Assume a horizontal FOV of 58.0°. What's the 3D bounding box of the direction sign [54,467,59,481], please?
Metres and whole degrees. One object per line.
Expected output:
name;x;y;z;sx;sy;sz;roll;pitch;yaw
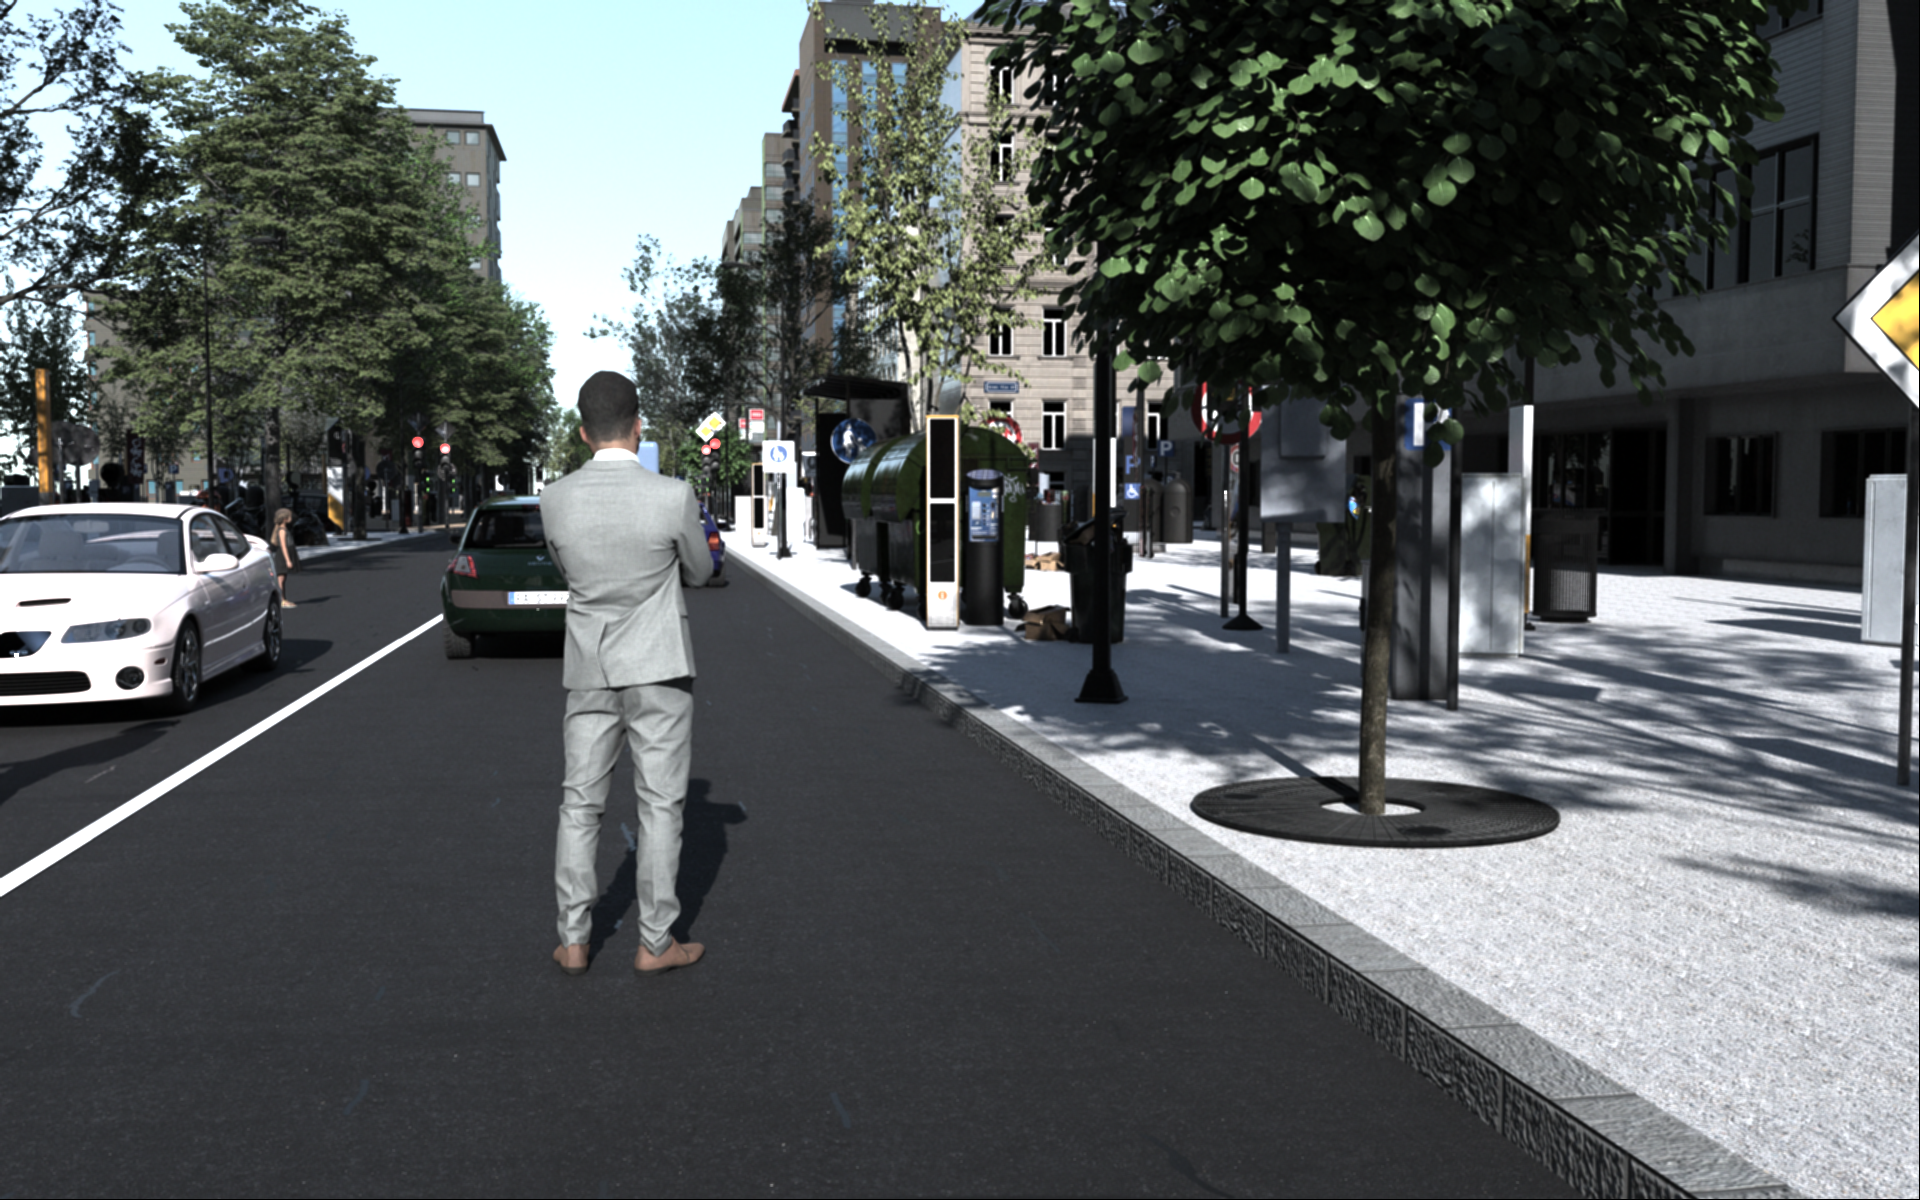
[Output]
direction sign;-55.746;-7.001;106.459;0.876;3.537;0.379;1;4;11

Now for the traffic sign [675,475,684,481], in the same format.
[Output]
traffic sign;-19.122;-7.214;118.052;0.768;2.556;0.104;-1;4;-9

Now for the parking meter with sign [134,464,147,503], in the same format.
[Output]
parking meter with sign;-47.936;-6.372;100.435;1.738;3.016;0.543;2;4;26

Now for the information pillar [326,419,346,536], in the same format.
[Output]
information pillar;-19.075;-3.764;52.892;0.183;3.616;0.504;2;4;35

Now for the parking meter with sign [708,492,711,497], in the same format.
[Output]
parking meter with sign;-17.142;-7.381;116.939;1.738;3.016;0.543;3;5;42

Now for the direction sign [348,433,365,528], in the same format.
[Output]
direction sign;-22.644;-4.444;64.651;0.876;3.537;0.379;0;4;0

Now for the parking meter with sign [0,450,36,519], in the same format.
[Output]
parking meter with sign;-37.617;-4.445;68.940;1.738;3.016;0.543;0;4;2

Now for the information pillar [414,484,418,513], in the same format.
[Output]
information pillar;-37.760;-7.098;120.542;0.304;2.012;0.304;-3;4;-38

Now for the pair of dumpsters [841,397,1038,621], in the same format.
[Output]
pair of dumpsters;-0.301;-1.042;19.523;1.574;2.255;4.437;-1;4;-11

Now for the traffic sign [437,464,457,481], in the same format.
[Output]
traffic sign;-20.280;-4.183;68.496;0.768;2.556;0.104;-1;4;-9

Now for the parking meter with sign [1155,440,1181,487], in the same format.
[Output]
parking meter with sign;6.920;-3.679;56.416;0.543;3.016;1.738;1;4;21

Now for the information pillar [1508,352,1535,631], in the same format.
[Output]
information pillar;5.315;-1.532;16.408;0.183;3.616;0.504;0;4;1

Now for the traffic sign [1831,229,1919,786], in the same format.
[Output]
traffic sign;4.158;-0.390;7.566;0.795;2.450;0.064;0;4;-2

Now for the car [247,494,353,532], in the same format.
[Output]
car;-23.616;-3.132;60.997;4.222;1.686;2.009;-1;4;-10

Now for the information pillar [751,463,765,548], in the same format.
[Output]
information pillar;-4.858;-2.273;41.658;0.304;2.012;0.304;-1;4;-14

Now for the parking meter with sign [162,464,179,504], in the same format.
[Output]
parking meter with sign;-46.005;-6.395;100.820;0.543;3.016;1.738;0;4;-8

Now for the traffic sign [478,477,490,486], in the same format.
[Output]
traffic sign;-34.110;-7.587;124.149;0.768;2.556;0.104;-1;4;-10

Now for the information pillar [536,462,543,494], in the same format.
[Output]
information pillar;-30.436;-8.204;125.495;0.504;3.616;0.183;-1;4;-18

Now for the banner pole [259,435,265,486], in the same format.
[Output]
banner pole;-26.056;-4.607;65.339;0.401;3.779;0.863;2;4;24

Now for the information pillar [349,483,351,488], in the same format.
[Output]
information pillar;-38.857;-6.453;109.992;0.304;2.012;0.304;1;4;19

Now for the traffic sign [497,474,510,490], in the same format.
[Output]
traffic sign;-28.254;-6.555;107.285;0.768;2.556;0.104;0;4;-6

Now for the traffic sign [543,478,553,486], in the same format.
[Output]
traffic sign;-33.046;-8.495;139.002;0.768;2.556;0.104;0;4;-2

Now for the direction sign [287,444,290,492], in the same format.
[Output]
direction sign;-30.353;-5.282;78.357;0.379;3.537;0.876;-1;4;-15

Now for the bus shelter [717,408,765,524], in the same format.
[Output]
bus shelter;-9.793;-6.190;78.831;2.179;5.291;8.768;-1;4;-10

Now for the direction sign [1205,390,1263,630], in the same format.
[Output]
direction sign;2.688;-1.491;16.370;0.876;3.537;0.379;-2;4;-29

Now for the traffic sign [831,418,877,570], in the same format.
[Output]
traffic sign;-1.788;-1.782;29.243;0.768;2.556;0.104;0;4;-4

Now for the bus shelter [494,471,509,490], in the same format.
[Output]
bus shelter;-33.803;-8.281;129.317;2.014;3.302;5.546;-1;4;-10

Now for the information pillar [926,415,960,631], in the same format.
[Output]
information pillar;-0.157;-0.723;16.311;0.304;2.012;0.304;0;4;3

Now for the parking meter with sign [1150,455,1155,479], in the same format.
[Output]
parking meter with sign;9.498;-5.006;78.110;1.738;3.016;0.543;-1;4;-14

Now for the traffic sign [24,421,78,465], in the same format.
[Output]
traffic sign;-15.994;-1.865;30.490;0.884;2.594;0.081;0;4;-6

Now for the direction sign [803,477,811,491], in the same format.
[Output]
direction sign;-11.543;-8.543;131.669;0.876;3.537;0.379;-3;4;-37

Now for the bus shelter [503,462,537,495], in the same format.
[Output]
bus shelter;-29.517;-8.415;115.221;2.179;5.291;8.768;-1;4;-10

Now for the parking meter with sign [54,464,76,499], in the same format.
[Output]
parking meter with sign;-45.628;-5.636;88.406;0.543;3.016;1.738;-3;5;-43

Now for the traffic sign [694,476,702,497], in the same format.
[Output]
traffic sign;-12.949;-5.299;86.748;0.768;2.556;0.104;0;4;-8

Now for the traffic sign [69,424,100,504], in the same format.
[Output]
traffic sign;-16.034;-1.920;31.502;0.768;2.556;0.104;-1;4;-9

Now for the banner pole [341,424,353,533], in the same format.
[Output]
banner pole;-20.154;-4.087;56.838;0.401;3.779;0.863;0;4;-3

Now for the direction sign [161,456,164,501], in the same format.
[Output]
direction sign;-47.701;-6.828;103.629;0.379;3.537;0.876;-2;4;-26

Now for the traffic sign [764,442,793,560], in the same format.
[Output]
traffic sign;-3.524;-1.929;33.674;0.606;2.300;0.079;-1;4;-10

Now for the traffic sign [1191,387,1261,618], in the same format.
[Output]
traffic sign;2.750;-1.090;17.922;0.768;2.556;0.104;0;4;-2

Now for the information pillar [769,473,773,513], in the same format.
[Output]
information pillar;-12.630;-7.610;115.770;0.183;3.616;0.504;1;4;17

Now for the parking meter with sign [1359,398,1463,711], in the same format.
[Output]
parking meter with sign;2.918;-0.903;11.020;0.543;3.016;1.738;0;4;0

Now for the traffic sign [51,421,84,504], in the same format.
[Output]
traffic sign;-15.574;-1.831;30.037;0.768;2.556;0.104;0;4;-3

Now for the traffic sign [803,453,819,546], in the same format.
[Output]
traffic sign;-3.570;-2.469;42.498;0.606;2.300;0.079;0;4;-3

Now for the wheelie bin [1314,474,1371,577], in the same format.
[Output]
wheelie bin;6.000;-1.183;27.246;0.693;1.594;0.980;-3;4;-36

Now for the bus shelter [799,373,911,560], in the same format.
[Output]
bus shelter;-2.274;-2.795;36.974;1.731;3.624;6.357;-1;4;-10

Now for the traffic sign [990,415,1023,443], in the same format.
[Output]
traffic sign;0.615;-1.687;27.681;0.768;2.556;0.104;0;4;-7

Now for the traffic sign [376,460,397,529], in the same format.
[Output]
traffic sign;-21.280;-3.925;64.283;0.768;2.556;0.104;0;4;-2

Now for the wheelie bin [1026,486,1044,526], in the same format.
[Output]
wheelie bin;2.882;-3.777;69.659;0.980;1.594;0.693;1;4;9

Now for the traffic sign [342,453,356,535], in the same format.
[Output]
traffic sign;-19.047;-3.273;53.618;0.768;2.556;0.104;0;4;-3

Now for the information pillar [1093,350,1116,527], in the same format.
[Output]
information pillar;2.155;-2.103;25.743;0.183;3.616;0.504;-2;4;-30
